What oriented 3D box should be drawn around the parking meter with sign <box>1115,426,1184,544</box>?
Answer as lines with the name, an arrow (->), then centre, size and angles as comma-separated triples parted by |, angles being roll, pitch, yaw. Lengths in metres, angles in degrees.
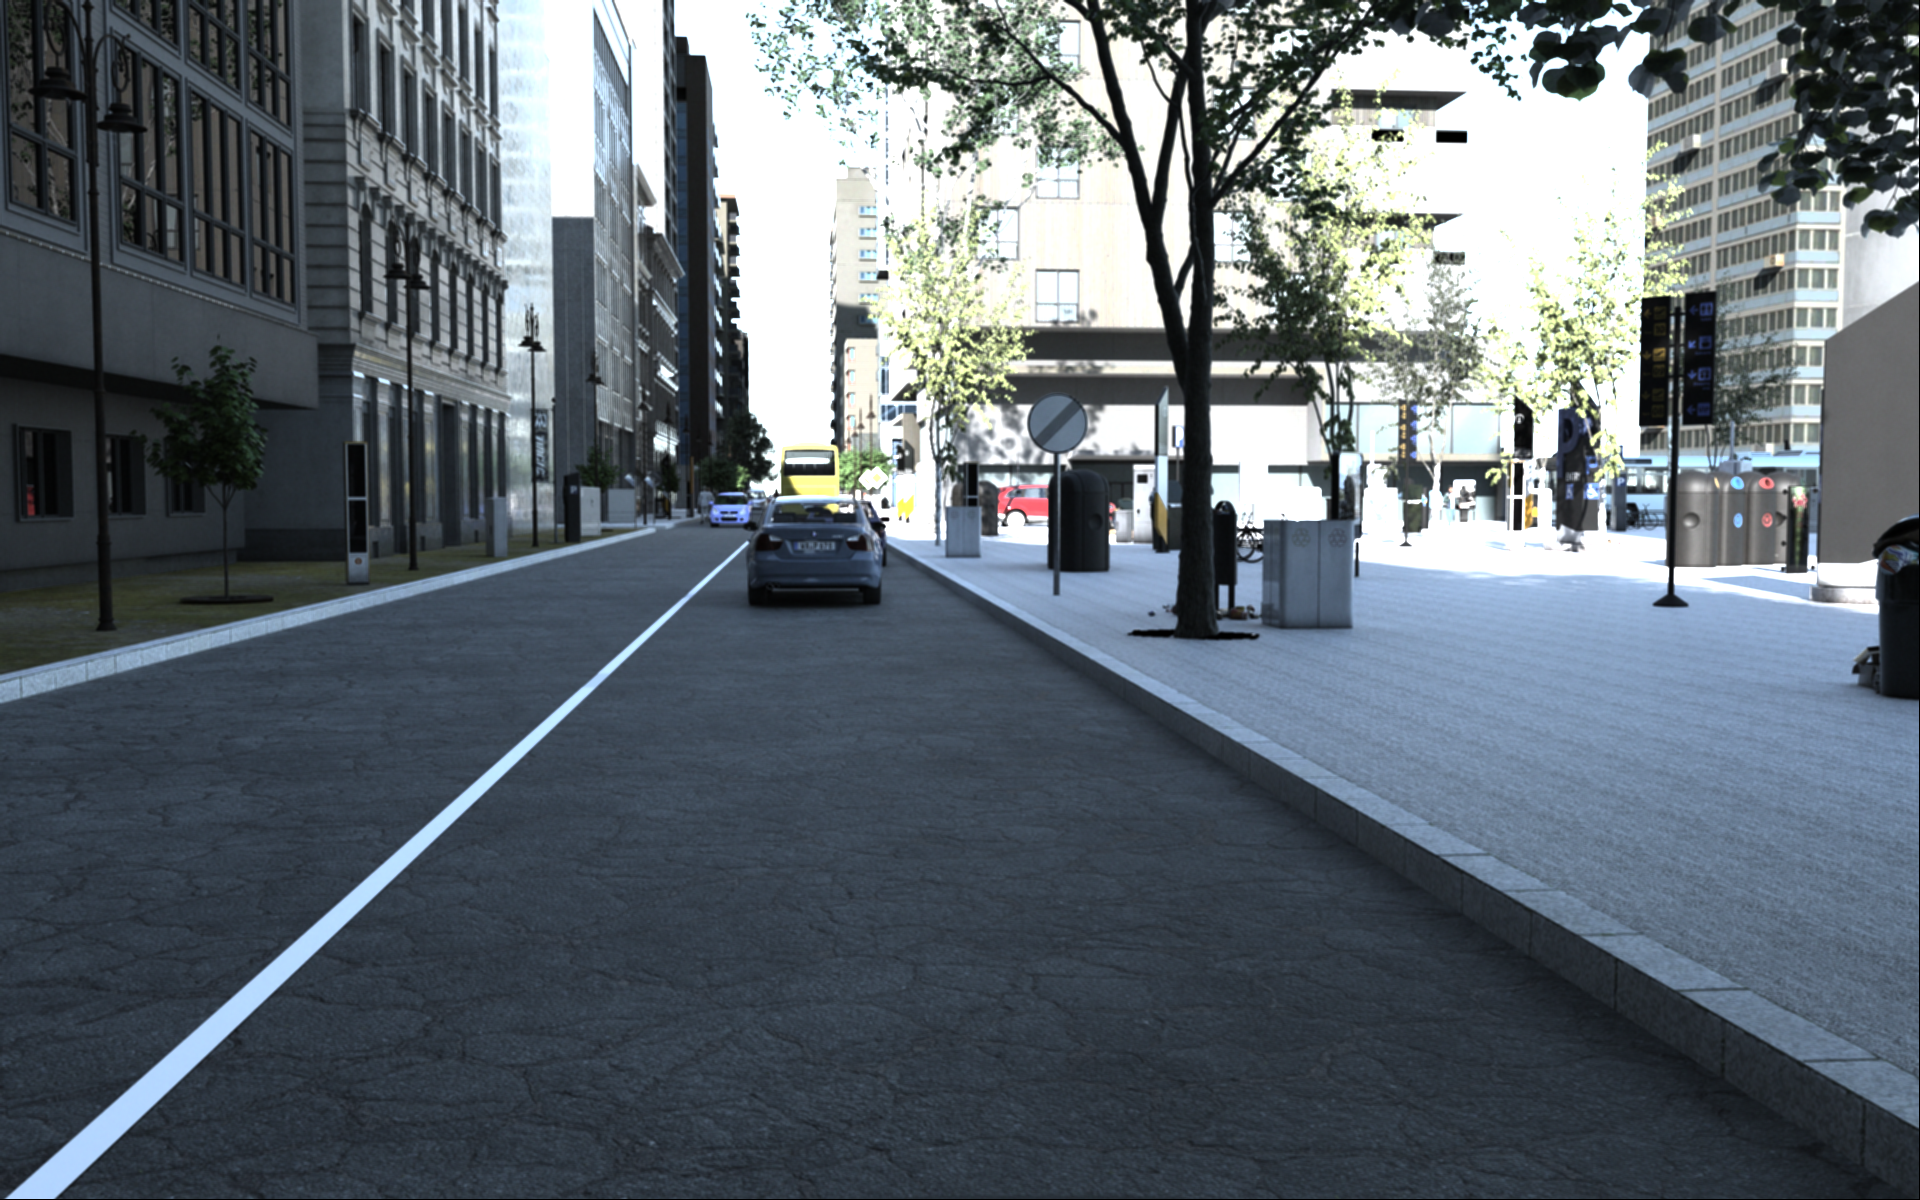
parking meter with sign -> 4.872, -2.974, 44.889 | 1.738, 3.016, 0.543 | 2, 4, 30

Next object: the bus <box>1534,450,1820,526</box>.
bus -> 29.731, -4.709, 71.858 | 13.247, 3.499, 2.948 | 0, 4, -6

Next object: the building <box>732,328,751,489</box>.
building -> -43.170, -32.061, 295.905 | 14.160, 30.474, 14.107 | 0, 4, -5

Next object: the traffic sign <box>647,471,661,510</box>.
traffic sign -> -13.494, -4.546, 76.464 | 0.606, 2.300, 0.079 | 0, 4, -3

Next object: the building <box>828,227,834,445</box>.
building -> -9.908, -38.096, 277.490 | 22.147, 44.769, 28.867 | 0, 4, -5

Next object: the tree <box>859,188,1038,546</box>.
tree -> -0.294, -5.650, 42.734 | 4.737, 8.622, 4.395 | 0, 3, 0

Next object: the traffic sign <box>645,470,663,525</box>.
traffic sign -> -12.695, -4.170, 71.817 | 0.795, 2.450, 0.064 | 0, 4, -5

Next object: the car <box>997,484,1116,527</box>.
car -> 3.595, -3.679, 68.816 | 5.304, 1.827, 2.281 | 0, 4, -5

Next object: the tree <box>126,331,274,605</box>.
tree -> -8.712, -1.593, 20.651 | 1.663, 3.219, 1.824 | 0, 3, 0

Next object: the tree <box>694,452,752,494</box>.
tree -> -19.038, -9.196, 134.073 | 4.285, 4.588, 4.351 | 0, 3, 0

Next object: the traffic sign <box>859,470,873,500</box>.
traffic sign -> -3.836, -4.218, 72.610 | 0.795, 2.450, 0.064 | 0, 4, -5

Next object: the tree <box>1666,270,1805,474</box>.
tree -> 24.839, -6.495, 56.553 | 4.360, 8.622, 3.978 | 0, 3, 0

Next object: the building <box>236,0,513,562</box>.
building -> -16.961, -11.724, 40.842 | 9.793, 20.994, 18.267 | 0, 4, -5

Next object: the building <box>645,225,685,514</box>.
building -> -25.926, -17.497, 122.240 | 11.583, 22.565, 21.152 | 0, 4, -5

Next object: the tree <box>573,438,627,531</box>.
tree -> -12.636, -3.995, 59.923 | 1.663, 3.219, 1.824 | 0, 3, 0

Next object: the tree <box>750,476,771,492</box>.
tree -> -34.803, -21.709, 305.298 | 4.360, 8.622, 3.978 | 0, 3, 0

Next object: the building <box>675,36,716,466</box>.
building -> -31.867, -32.019, 173.625 | 14.600, 45.320, 14.200 | 0, 4, -5

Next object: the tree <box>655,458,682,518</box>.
tree -> -15.404, -5.981, 92.391 | 1.663, 3.219, 1.824 | 0, 3, 0

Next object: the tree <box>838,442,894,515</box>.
tree -> -7.008, -7.943, 113.587 | 4.285, 4.588, 4.351 | 0, 3, 0

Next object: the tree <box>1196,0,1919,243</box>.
tree -> 3.559, -5.961, 4.126 | 9.857, 13.997, 8.962 | 0, 3, 0

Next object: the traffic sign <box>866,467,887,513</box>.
traffic sign -> -3.104, -3.732, 64.658 | 0.795, 2.450, 0.064 | 0, 4, -5

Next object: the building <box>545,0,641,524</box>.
building -> -22.235, -16.141, 81.933 | 12.078, 24.808, 19.932 | 0, 4, -5

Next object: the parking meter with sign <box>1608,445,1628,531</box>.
parking meter with sign -> 22.870, -3.908, 60.159 | 0.543, 3.016, 1.738 | 1, 4, 12

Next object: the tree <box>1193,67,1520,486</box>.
tree -> 6.151, -4.820, 29.178 | 4.737, 8.622, 4.395 | 0, 3, 0

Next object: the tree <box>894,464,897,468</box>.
tree -> -7.739, -8.912, 129.419 | 4.285, 4.588, 4.351 | 0, 3, 0

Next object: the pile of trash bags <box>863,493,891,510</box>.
pile of trash bags -> -7.305, -8.249, 144.622 | 1.912, 1.369, 3.447 | -3, 4, -38

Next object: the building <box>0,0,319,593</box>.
building -> -17.552, -13.779, 18.792 | 14.314, 27.812, 24.014 | 0, 4, -5

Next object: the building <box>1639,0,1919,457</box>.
building -> 54.305, -24.778, 96.994 | 23.993, 40.220, 32.217 | 0, 4, -5

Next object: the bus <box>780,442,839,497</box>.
bus -> -6.994, -5.441, 80.506 | 2.896, 3.916, 12.252 | 0, 4, -5

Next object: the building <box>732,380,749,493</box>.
building -> -47.826, -26.248, 274.198 | 27.650, 21.520, 28.899 | 0, 4, -5

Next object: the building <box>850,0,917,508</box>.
building -> 0.323, -52.815, 176.190 | 22.319, 86.520, 31.000 | 0, 4, -5

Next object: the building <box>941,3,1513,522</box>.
building -> 10.895, -30.590, 89.384 | 27.495, 52.752, 28.713 | 0, 4, -5

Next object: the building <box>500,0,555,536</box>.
building -> -22.301, -12.264, 55.268 | 16.860, 20.320, 10.420 | 0, 4, -5

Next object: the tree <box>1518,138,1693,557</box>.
tree -> 12.890, -5.187, 35.167 | 4.737, 8.622, 4.395 | 0, 3, 0

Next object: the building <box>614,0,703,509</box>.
building -> -33.725, -43.808, 154.510 | 20.563, 71.187, 20.611 | 0, 4, -5

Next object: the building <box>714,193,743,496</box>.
building -> -42.168, -36.069, 244.348 | 22.147, 44.769, 28.867 | 0, 4, -5

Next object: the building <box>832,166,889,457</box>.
building -> -7.620, -38.446, 252.292 | 21.300, 48.544, 21.600 | 0, 4, -5

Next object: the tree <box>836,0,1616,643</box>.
tree -> 1.944, -5.468, 15.150 | 9.928, 11.665, 9.643 | 0, 3, 0

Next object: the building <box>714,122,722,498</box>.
building -> -38.582, -35.232, 195.657 | 23.786, 49.044, 30.456 | 0, 4, -5

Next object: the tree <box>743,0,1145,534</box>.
tree -> 0.507, -12.168, 54.838 | 12.611, 20.169, 13.585 | 0, 3, 0

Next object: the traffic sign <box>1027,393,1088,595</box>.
traffic sign -> 1.227, -1.334, 21.912 | 0.768, 2.556, 0.104 | 0, 4, -2

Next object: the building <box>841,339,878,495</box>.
building -> -0.129, -22.209, 208.152 | 27.650, 21.520, 28.899 | 0, 4, -5

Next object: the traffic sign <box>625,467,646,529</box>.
traffic sign -> -11.962, -3.683, 63.866 | 0.795, 2.450, 0.064 | 0, 4, -5

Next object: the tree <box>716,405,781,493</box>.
tree -> -27.453, -18.686, 222.530 | 9.611, 12.733, 9.660 | 0, 3, 0

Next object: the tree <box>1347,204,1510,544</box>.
tree -> 12.245, -5.772, 44.733 | 4.360, 8.622, 3.978 | 0, 3, 0

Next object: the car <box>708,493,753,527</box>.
car -> -10.012, -4.051, 75.832 | 1.945, 1.707, 3.694 | 0, 4, -5

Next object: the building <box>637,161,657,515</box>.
building -> -24.099, -16.692, 101.786 | 11.050, 23.489, 19.941 | 0, 4, -5
